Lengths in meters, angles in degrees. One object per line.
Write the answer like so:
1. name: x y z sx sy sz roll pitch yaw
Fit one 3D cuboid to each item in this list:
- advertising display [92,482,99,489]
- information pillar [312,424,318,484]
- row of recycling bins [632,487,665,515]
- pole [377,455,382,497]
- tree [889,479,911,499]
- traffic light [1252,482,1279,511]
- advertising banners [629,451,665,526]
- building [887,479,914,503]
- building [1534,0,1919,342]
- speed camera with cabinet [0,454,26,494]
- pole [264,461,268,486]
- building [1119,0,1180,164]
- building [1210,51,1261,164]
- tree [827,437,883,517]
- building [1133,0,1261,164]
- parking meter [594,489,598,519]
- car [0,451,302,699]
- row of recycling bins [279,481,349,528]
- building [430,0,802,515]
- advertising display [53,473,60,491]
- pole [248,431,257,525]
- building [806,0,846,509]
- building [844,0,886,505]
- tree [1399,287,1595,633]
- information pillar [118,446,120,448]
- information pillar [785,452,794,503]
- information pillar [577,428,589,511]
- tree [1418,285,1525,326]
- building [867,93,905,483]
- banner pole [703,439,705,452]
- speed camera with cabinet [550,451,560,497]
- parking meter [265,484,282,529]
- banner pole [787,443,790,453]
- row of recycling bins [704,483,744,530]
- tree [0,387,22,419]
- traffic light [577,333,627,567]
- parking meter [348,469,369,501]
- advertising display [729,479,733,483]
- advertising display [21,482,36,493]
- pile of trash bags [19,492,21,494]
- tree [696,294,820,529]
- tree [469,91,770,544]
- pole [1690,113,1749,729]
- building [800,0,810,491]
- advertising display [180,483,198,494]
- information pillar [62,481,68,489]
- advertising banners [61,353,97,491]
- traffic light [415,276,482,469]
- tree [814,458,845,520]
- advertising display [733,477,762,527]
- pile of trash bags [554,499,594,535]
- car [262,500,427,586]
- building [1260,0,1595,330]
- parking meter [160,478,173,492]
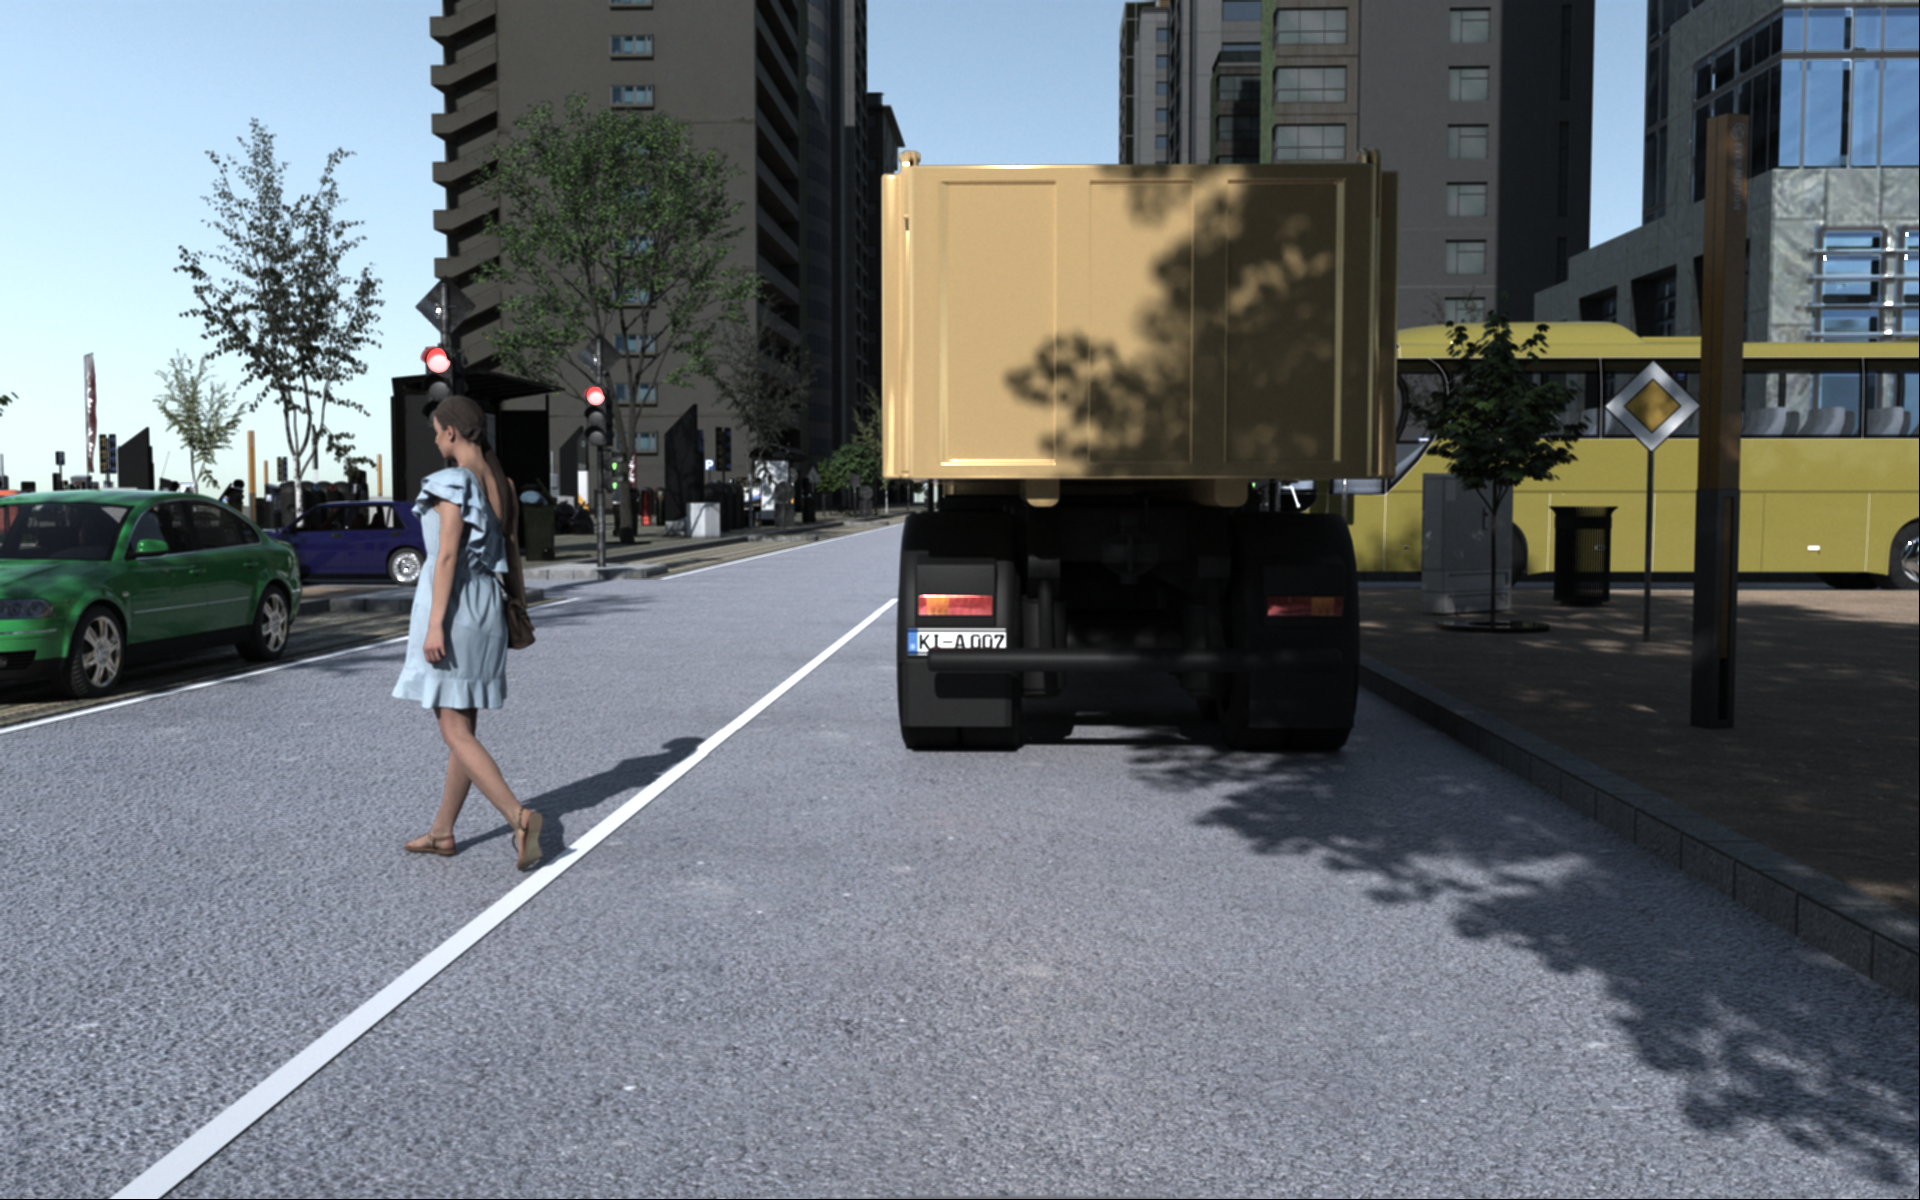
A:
1. advertising display: -45.991 -5.311 92.042 0.123 1.923 0.974 0 4 -6
2. information pillar: -21.587 -4.076 57.995 0.183 3.616 0.504 -2 4 -31
3. row of recycling bins: -18.647 -6.006 105.305 3.534 1.692 1.069 1 4 19
4. pole: -29.918 -5.840 89.327 0.158 3.312 0.155 0 3 0
5. tree: -4.618 -12.326 151.887 4.360 8.622 3.978 0 3 0
6. traffic light: 3.954 -2.018 21.913 0.839 4.253 0.868 0 4 2
7. advertising banners: -12.669 -4.515 70.002 2.074 3.025 0.090 2 4 29
8. building: -14.226 -29.483 253.745 14.160 30.474 14.107 0 4 2
9. building: 32.003 -44.643 42.584 31.000 86.520 22.319 0 4 2
10. speed camera with cabinet: -47.087 -5.587 85.679 0.660 3.252 2.038 0 4 6
11. pole: -42.477 -6.863 106.053 0.158 3.312 0.155 0 3 0
12. building: 31.584 -49.763 251.870 20.563 71.187 20.611 0 4 2
13. building: 23.576 -21.094 116.581 14.160 30.474 14.107 0 4 2
14. tree: -5.934 -6.900 96.522 4.285 4.588 4.351 0 3 0
15. building: 31.663 -41.003 212.397 21.231 58.520 28.212 0 4 2
16. parking meter: -19.011 -5.050 90.974 0.372 1.533 0.369 0 3 0
17. car: -6.800 -0.287 13.486 1.959 1.807 4.718 0 4 2
18. row of recycling bins: -20.702 -2.972 55.697 1.069 1.692 3.534 1 4 13
19. building: -22.698 -30.129 116.313 21.300 48.544 21.600 0 4 2
20. advertising display: -27.910 -2.956 53.541 0.123 1.923 0.974 -1 4 -23
21. pole: -22.852 -3.796 55.907 0.158 3.312 0.155 0 3 0
22. building: -22.352 -37.604 156.830 21.231 58.520 28.212 0 4 2
23. building: -19.505 -47.061 207.704 20.563 71.187 20.611 0 4 2
24. tree: 5.056 -1.323 16.231 1.663 3.219 1.824 0 3 0
25. information pillar: -40.519 -5.664 83.958 0.504 3.616 0.183 0 4 -3
26. information pillar: -9.476 -6.408 96.126 0.504 3.616 0.183 0 4 7
27. information pillar: -13.419 -4.303 61.713 0.504 3.616 0.183 3 4 38
28. tree: 17.212 -6.754 60.788 4.360 8.622 3.978 0 3 0
29. building: -22.480 -39.338 232.414 28.713 52.752 27.495 0 4 2
30. banner pole: -11.895 -5.441 78.972 0.863 3.779 0.401 1 4 22
31. speed camera with cabinet: -18.559 -5.267 80.453 0.660 3.252 2.038 2 4 32
32. parking meter: -17.080 -2.122 43.100 0.372 1.533 0.369 0 3 0
33. banner pole: -8.418 -5.802 84.884 0.401 3.779 0.863 -1 4 -13
34. row of recycling bins: -8.646 -3.444 63.428 1.069 1.692 3.534 1 4 8
35. tree: -9.243 -1.232 14.745 1.663 3.219 1.824 0 3 0
36. traffic light: -6.278 -2.531 30.299 0.839 4.253 0.868 0 4 2
37. parking meter: -12.868 -1.918 37.074 0.399 1.863 0.255 -1 4 -16
38. advertising display: -9.577 -4.126 72.676 0.123 1.923 0.974 -1 4 -14
39. advertising display: -48.547 -5.203 90.286 0.123 1.923 0.974 0 4 7
40. pile of trash bags: -18.717 -1.660 36.895 3.447 1.369 1.912 -1 4 -13
41. tree: -7.396 -6.885 62.925 4.360 8.622 3.978 0 3 0
42. tree: -8.636 -7.265 44.542 9.928 11.665 9.643 0 3 0
43. pole: 4.143 -0.954 9.443 0.158 3.312 0.155 0 3 0
44. building: -19.657 -27.636 135.448 14.154 41.232 14.086 0 4 2
45. advertising display: -45.363 -5.914 101.901 0.974 1.923 0.123 -1 4 -13
46. information pillar: -48.636 -5.477 94.048 0.304 2.012 0.304 1 4 23
47. advertising banners: -11.338 -1.597 22.302 0.090 3.025 2.074 -3 4 -37
48. traffic light: -6.599 -2.043 22.321 0.839 4.253 0.868 0 4 2
49. tree: -6.696 -5.527 84.974 1.663 3.219 1.824 0 3 0
50. advertising display: -8.201 -3.795 67.264 0.974 1.923 0.123 0 4 2
51. pile of trash bags: -13.350 -2.732 54.417 3.447 1.369 1.912 -2 4 -32
52. car: -9.833 -0.926 27.727 3.894 1.354 1.945 0 4 3
53. building: 21.236 -24.428 82.987 14.154 41.232 14.086 0 4 2
54. parking meter: -28.086 -3.401 61.321 0.399 1.863 0.255 -1 4 -22
